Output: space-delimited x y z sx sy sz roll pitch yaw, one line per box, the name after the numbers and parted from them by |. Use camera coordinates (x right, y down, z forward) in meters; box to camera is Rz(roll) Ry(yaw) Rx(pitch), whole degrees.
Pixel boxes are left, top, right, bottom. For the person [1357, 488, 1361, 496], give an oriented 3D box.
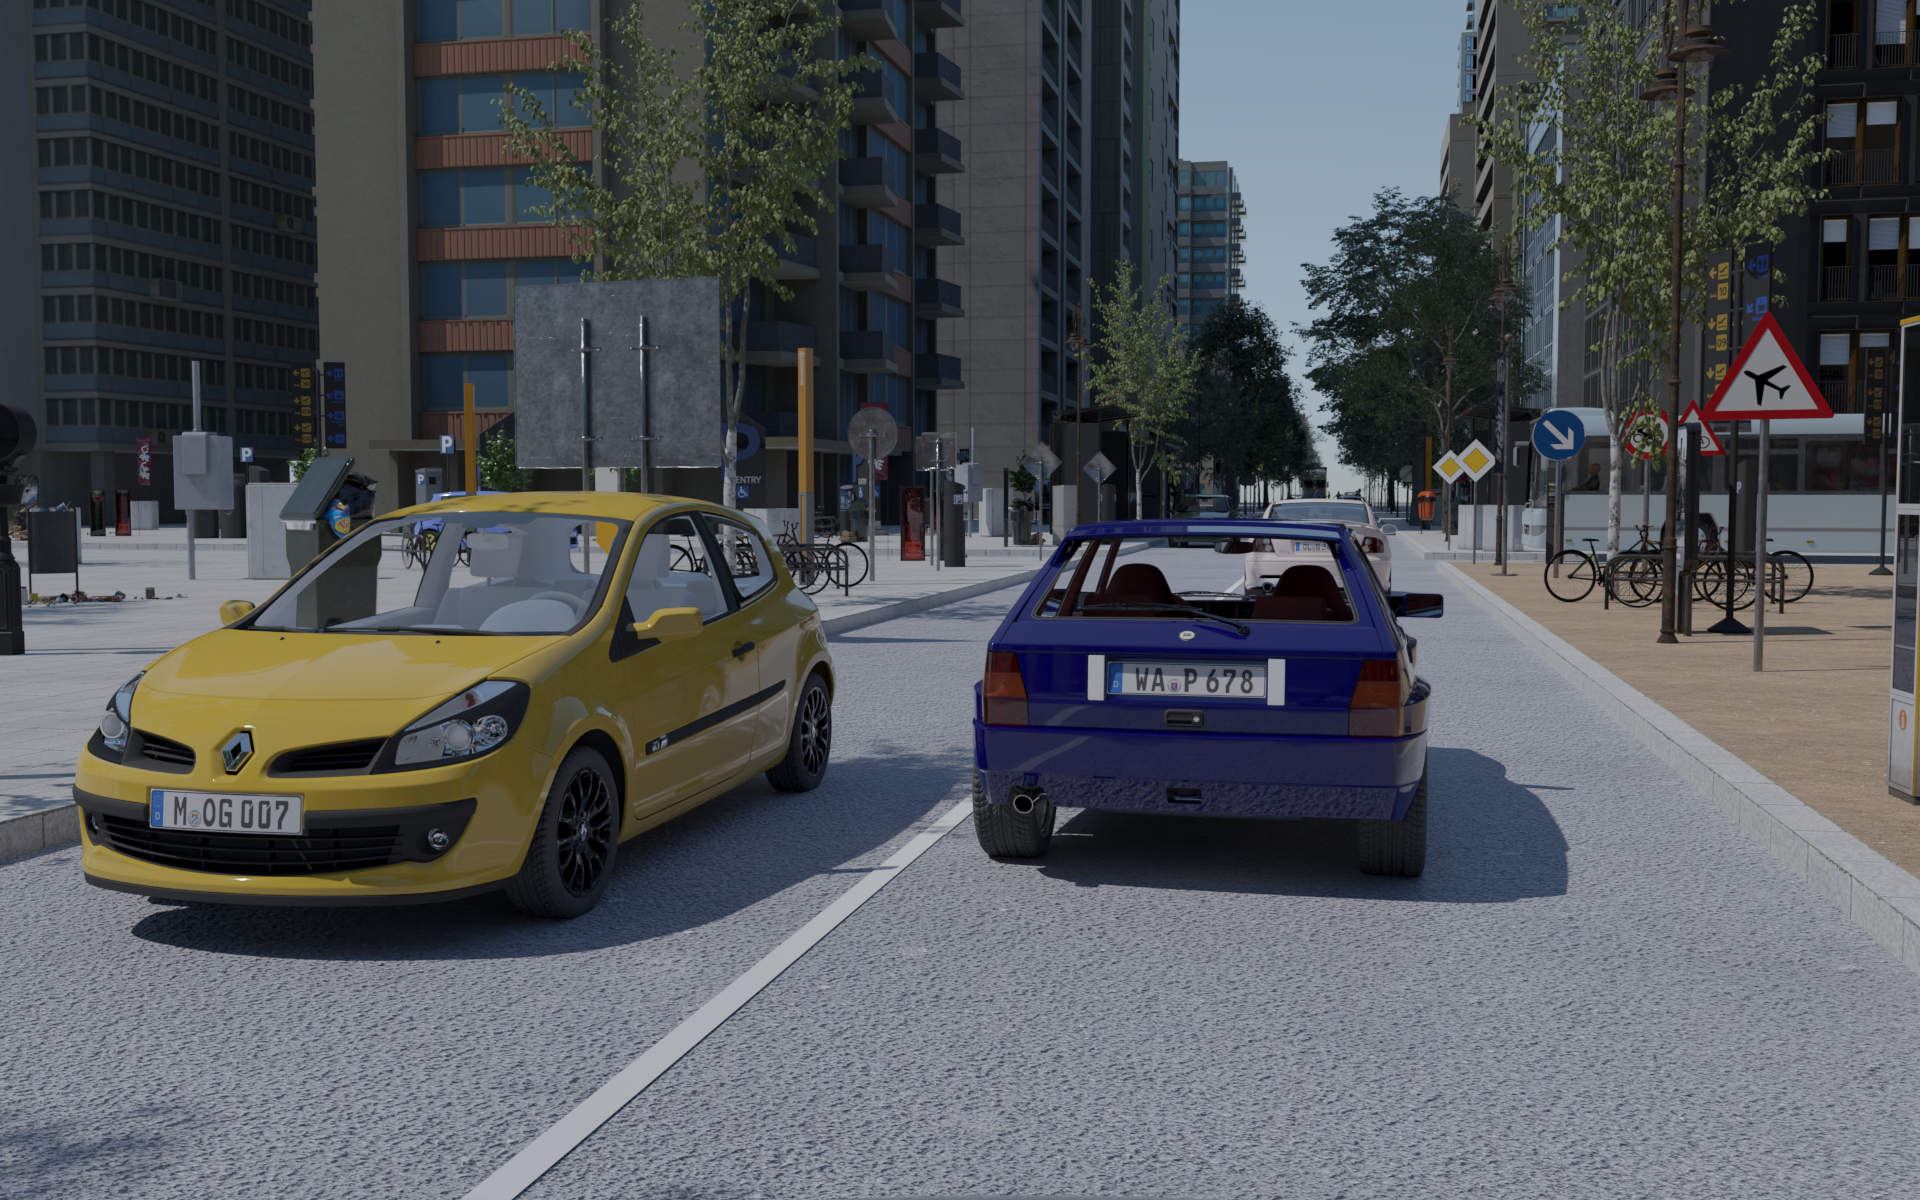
27.452 -6.753 118.918 0.705 1.823 1.348 1 4 18 | person

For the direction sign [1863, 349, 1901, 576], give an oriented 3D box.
14.600 -2.160 27.321 0.876 3.537 0.379 -1 4 -17 | direction sign

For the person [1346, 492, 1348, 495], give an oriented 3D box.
54.611 -14.406 244.868 0.721 1.723 1.217 0 4 1 | person

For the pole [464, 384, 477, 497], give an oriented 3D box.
-9.057 -2.338 32.073 0.158 3.312 0.155 0 3 0 | pole

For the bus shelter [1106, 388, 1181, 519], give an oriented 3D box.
7.129 -5.513 67.776 2.179 5.291 8.768 1 4 13 | bus shelter

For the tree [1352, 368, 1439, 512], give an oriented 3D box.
31.664 -12.299 126.836 9.928 11.665 9.643 0 3 0 | tree

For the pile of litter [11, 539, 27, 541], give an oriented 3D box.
-25.650 -2.078 47.932 1.176 0.858 1.719 2 4 27 | pile of litter

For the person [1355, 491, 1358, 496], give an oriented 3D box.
32.288 -8.027 140.571 0.721 1.723 1.217 2 4 34 | person

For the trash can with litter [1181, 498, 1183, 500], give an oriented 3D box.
10.696 -4.521 85.306 0.624 1.170 1.055 3 5 39 | trash can with litter

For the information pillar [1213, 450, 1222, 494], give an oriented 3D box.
13.688 -6.171 92.248 0.504 3.616 0.183 -2 4 -24 | information pillar

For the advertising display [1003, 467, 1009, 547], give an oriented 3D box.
1.124 -2.269 42.305 0.123 1.923 0.974 0 4 1 | advertising display

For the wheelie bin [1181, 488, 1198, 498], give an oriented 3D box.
11.123 -4.637 83.723 0.980 1.594 0.693 1 4 12 | wheelie bin

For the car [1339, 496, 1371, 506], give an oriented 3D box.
18.579 -4.265 82.313 1.945 1.354 3.894 1 4 11 | car

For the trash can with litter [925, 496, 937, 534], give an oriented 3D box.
-0.768 -2.755 56.109 1.678 1.210 2.233 2 4 31 | trash can with litter

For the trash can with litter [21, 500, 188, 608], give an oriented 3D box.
-10.356 -0.586 20.641 2.233 1.210 1.678 -3 4 -38 | trash can with litter

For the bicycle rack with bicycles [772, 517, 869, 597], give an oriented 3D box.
-2.581 -0.560 22.537 2.925 0.926 2.852 0 4 -6 | bicycle rack with bicycles

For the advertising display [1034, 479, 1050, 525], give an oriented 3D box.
3.592 -4.096 72.189 0.974 1.923 0.123 1 4 15 | advertising display

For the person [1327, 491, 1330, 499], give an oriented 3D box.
51.407 -14.252 241.532 0.705 1.823 1.348 -1 4 -9 | person

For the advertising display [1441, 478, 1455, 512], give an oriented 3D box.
17.723 -3.528 62.900 0.123 1.923 0.974 3 4 36 | advertising display

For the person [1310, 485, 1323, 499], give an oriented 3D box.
14.495 -3.780 70.491 0.473 1.802 0.592 0 4 -5 | person

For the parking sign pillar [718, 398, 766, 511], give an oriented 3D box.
-5.987 -3.618 47.629 1.447 3.967 1.447 0 4 -6 | parking sign pillar

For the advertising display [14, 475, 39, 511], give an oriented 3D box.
-32.066 -3.322 59.530 0.123 1.923 0.974 1 4 12 | advertising display

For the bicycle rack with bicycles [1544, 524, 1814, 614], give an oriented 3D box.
8.224 -0.396 19.850 2.925 0.926 2.852 2 4 24 | bicycle rack with bicycles

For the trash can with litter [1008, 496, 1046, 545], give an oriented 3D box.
1.667 -1.971 43.616 0.624 1.170 1.055 3 5 39 | trash can with litter

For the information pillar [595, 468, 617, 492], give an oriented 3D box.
-5.151 -2.088 25.491 0.504 3.616 0.183 2 4 29 | information pillar

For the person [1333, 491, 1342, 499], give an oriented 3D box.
37.527 -9.935 171.671 1.217 1.736 0.721 1 4 14 | person

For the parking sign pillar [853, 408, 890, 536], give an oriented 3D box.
-2.894 -3.990 53.716 1.447 3.967 1.447 -2 4 -24 | parking sign pillar

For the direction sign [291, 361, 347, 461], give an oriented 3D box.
-10.977 -2.307 29.711 0.876 3.537 0.379 -1 4 -11 | direction sign

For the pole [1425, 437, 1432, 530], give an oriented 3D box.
16.759 -4.167 61.978 0.158 3.312 0.155 0 3 0 | pole

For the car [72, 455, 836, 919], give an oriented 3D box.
-1.814 0.185 7.200 2.015 1.641 3.980 1 4 13 | car

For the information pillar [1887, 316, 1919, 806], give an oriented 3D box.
4.090 -0.165 7.188 0.304 2.012 0.304 1 4 8 | information pillar

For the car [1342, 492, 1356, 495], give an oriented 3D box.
57.235 -15.026 254.345 2.281 1.827 5.304 1 4 11 | car

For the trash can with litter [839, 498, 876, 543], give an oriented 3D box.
-2.741 -2.114 45.950 0.624 1.170 1.055 2 4 29 | trash can with litter

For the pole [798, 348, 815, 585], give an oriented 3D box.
-2.159 -1.863 24.311 0.158 3.312 0.155 0 3 0 | pole

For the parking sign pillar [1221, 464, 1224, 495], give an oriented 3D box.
16.563 -7.466 110.533 1.447 3.967 1.447 1 4 14 | parking sign pillar

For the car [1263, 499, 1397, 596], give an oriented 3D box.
4.868 -0.680 23.488 2.083 1.381 4.827 1 4 12 | car

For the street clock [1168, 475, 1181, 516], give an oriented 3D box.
8.130 -3.741 65.737 0.471 2.002 0.358 0 4 8 | street clock

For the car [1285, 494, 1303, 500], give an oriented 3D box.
26.318 -7.521 134.973 2.014 1.417 4.499 1 4 14 | car

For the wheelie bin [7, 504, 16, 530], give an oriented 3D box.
-33.341 -3.267 61.326 0.980 1.594 0.693 3 5 40 | wheelie bin

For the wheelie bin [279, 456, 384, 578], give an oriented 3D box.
-5.314 -0.415 14.701 0.980 1.594 0.693 3 5 42 | wheelie bin

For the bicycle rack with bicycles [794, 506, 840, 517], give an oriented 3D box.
-4.409 -2.288 50.795 2.925 0.926 2.852 0 4 1 | bicycle rack with bicycles

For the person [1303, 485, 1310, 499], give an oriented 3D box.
14.933 -4.049 74.819 0.853 1.813 0.709 1 4 16 | person

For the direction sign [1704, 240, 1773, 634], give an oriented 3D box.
7.142 -1.466 15.972 0.379 3.537 0.876 -1 4 -13 | direction sign

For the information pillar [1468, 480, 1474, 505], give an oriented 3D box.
26.819 -5.276 90.756 0.304 2.012 0.304 -1 4 -10 | information pillar

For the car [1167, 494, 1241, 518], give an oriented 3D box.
6.719 -2.300 47.393 2.009 1.686 4.222 1 4 14 | car

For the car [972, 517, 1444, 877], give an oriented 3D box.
1.234 0.282 7.973 1.945 1.354 3.894 1 4 13 | car

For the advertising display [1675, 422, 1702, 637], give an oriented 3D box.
6.663 -0.658 15.980 0.123 1.923 0.974 1 4 13 | advertising display

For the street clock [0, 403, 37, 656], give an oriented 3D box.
-7.609 -0.563 13.772 0.471 2.002 0.358 0 4 1 | street clock

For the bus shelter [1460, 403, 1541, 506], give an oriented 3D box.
14.766 -3.440 47.520 1.731 3.624 6.357 1 4 13 | bus shelter

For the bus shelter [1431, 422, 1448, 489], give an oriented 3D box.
25.383 -7.092 93.592 2.179 5.291 8.768 1 4 13 | bus shelter

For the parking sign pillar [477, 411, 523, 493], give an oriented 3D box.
-14.106 -3.954 53.121 1.447 3.967 1.447 -2 4 -27 | parking sign pillar

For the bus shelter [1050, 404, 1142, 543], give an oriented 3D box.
3.853 -3.498 48.476 1.731 3.624 6.357 1 4 13 | bus shelter

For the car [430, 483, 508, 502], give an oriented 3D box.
-10.737 -1.876 40.271 3.694 1.707 1.945 1 4 11 | car

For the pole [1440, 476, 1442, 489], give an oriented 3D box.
29.087 -6.776 104.637 0.158 3.312 0.155 0 3 0 | pole
